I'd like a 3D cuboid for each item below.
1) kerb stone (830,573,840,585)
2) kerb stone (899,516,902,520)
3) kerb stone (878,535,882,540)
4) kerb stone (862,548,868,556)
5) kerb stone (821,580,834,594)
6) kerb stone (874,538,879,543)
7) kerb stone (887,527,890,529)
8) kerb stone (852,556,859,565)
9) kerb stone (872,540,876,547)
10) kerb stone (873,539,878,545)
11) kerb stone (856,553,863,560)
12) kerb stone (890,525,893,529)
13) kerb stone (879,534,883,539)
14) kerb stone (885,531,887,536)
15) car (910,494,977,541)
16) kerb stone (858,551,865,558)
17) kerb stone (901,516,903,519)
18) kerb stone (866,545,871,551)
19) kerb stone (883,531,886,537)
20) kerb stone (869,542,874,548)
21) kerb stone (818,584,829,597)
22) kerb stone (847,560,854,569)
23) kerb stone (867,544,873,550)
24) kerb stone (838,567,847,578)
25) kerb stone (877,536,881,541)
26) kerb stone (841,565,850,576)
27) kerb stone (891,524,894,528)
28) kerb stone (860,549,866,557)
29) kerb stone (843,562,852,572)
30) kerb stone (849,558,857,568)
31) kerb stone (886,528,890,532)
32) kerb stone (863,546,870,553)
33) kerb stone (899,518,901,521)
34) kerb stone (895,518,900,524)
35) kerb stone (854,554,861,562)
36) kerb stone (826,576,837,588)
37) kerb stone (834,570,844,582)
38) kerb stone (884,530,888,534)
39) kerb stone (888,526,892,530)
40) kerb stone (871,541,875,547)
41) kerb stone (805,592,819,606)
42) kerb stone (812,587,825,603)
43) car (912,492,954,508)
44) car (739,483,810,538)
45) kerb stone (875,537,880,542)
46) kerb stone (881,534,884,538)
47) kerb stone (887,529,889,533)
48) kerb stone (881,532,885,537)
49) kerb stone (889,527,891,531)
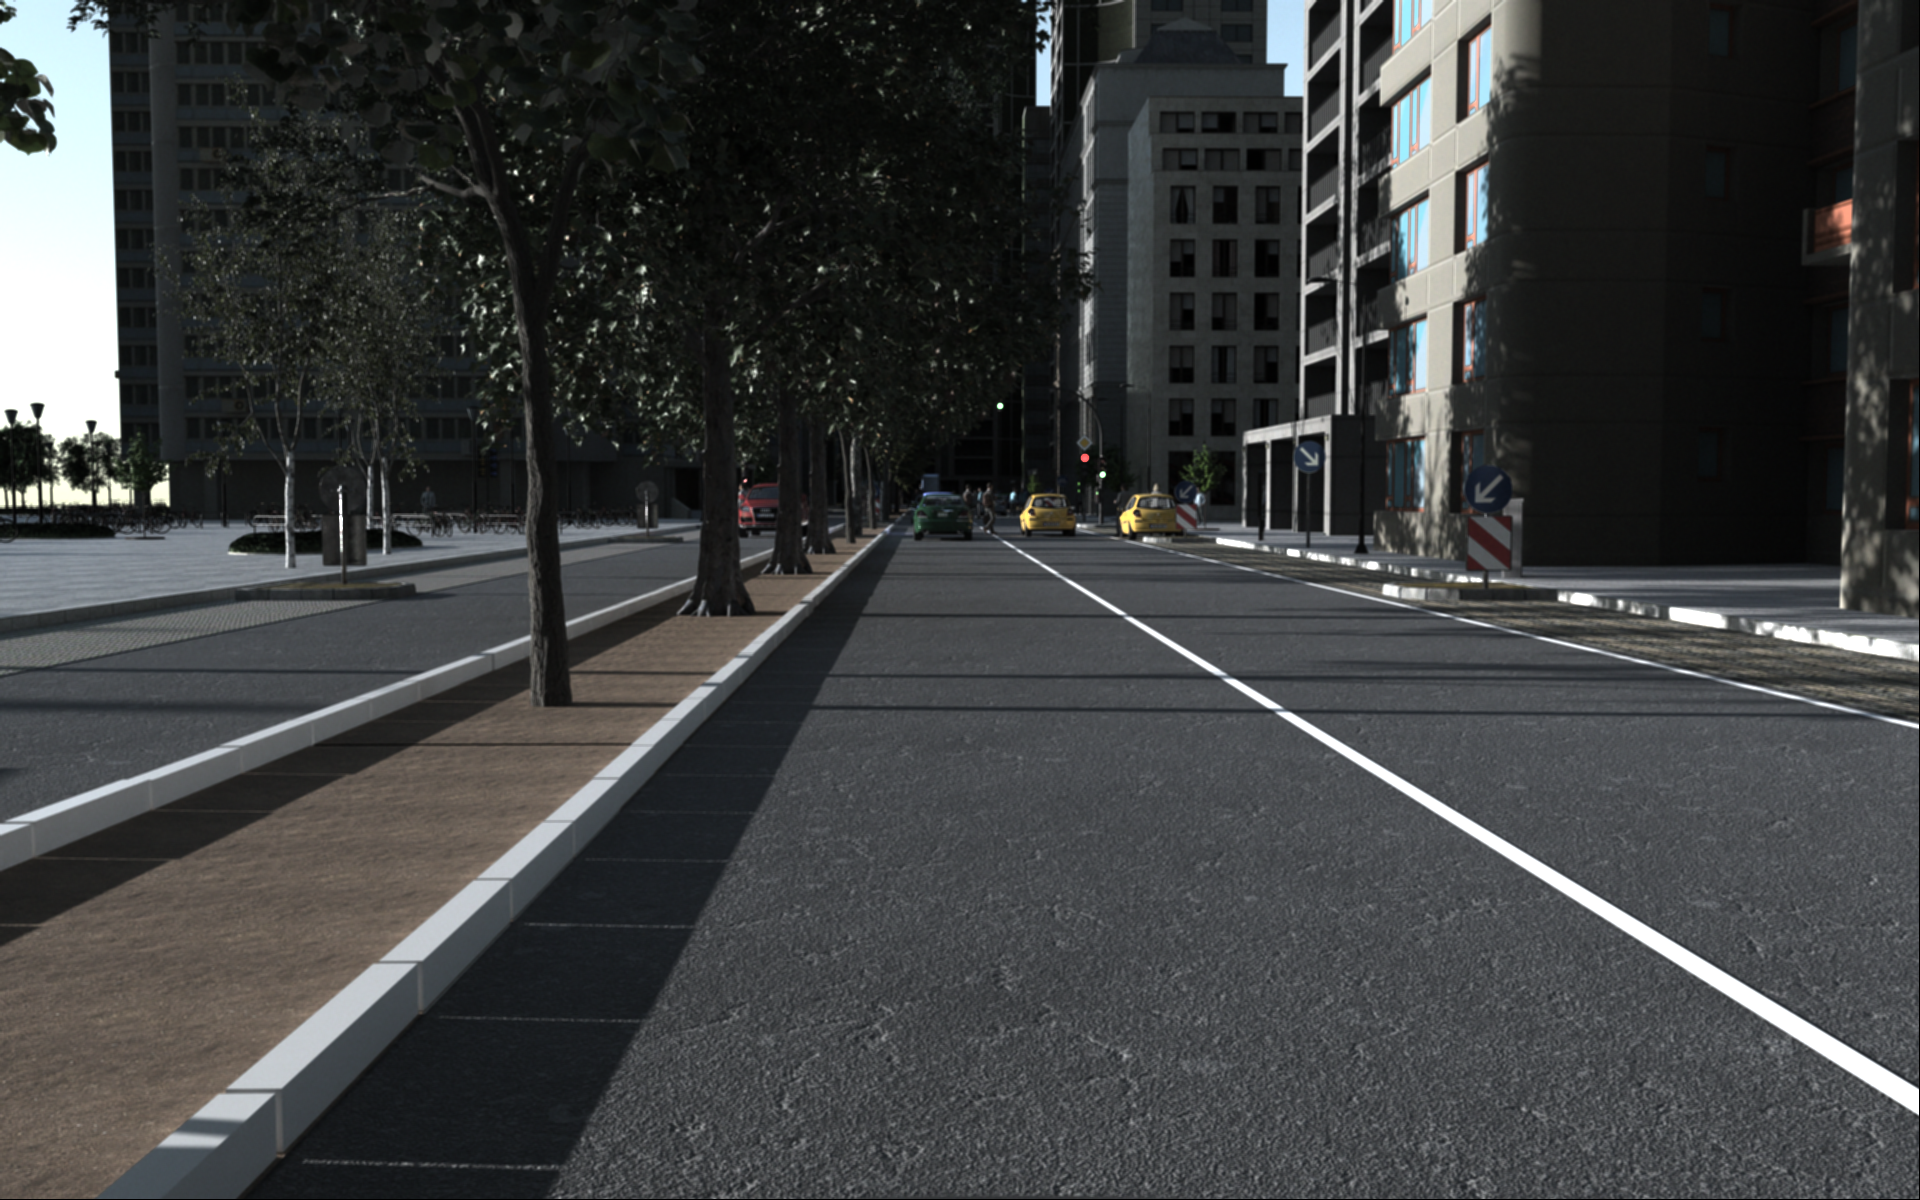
[{"bbox_3d":[-1.973,-0.279,26.760,0.120,0.150,1.000,0,4,-1],"label":"kerb stone"},{"bbox_3d":[-3.182,-4.135,89.851,0.120,0.150,1.000,0,4,-1],"label":"kerb stone"},{"bbox_3d":[-2.426,-1.722,50.348,0.120,0.150,1.000,0,4,-1],"label":"kerb stone"},{"bbox_3d":[-2.200,-1.031,39.060,0.120,0.150,1.000,0,4,-1],"label":"kerb stone"},{"bbox_3d":[-1.926,-0.154,24.717,0.120,0.150,1.000,0,4,-1],"label":"kerb stone"},{"bbox_3d":[-2.357,-1.533,47.265,0.120,0.150,1.000,0,4,-1],"label":"kerb stone"},{"bbox_3d":[-2.644,-2.410,61.631,0.120,0.150,1.000,0,4,-1],"label":"kerb stone"},{"bbox_3d":[-2.111,-0.718,33.935,0.120,0.150,1.000,0,4,-1],"label":"kerb stone"},{"bbox_3d":[-2.322,-1.402,45.221,0.120,0.150,1.000,0,4,-1],"label":"kerb stone"},{"bbox_3d":[-2.341,-1.465,46.243,0.120,0.150,1.000,0,4,-1],"label":"kerb stone"},{"bbox_3d":[-2.152,-0.836,35.987,0.120,0.150,1.000,0,4,-1],"label":"kerb stone"},{"bbox_3d":[-2.715,-2.662,65.724,0.120,0.150,1.000,0,4,-1],"label":"kerb stone"},{"bbox_3d":[-2.445,-1.784,51.370,0.120,0.150,1.000,0,4,-1],"label":"kerb stone"},{"bbox_3d":[-2.540,-2.096,56.505,0.120,0.150,1.000,0,4,-1],"label":"kerb stone"},{"bbox_3d":[-0.524,-2.634,54.869,2.131,1.459,4.920,0,3,0],"label":"car"},{"bbox_3d":[-2.169,-0.906,37.008,0.120,0.150,1.000,0,4,-1],"label":"kerb stone"},{"bbox_3d":[-3.205,-4.200,90.873,0.120,0.150,1.000,0,4,-1],"label":"kerb stone"},{"bbox_3d":[-2.248,-1.157,41.119,0.120,0.150,1.000,0,4,-1],"label":"kerb stone"},{"bbox_3d":[-2.519,-2.032,55.482,0.120,0.150,1.000,0,4,-1],"label":"kerb stone"},{"bbox_3d":[-2.282,-1.283,43.166,0.120,0.150,1.000,0,4,-1],"label":"kerb stone"},{"bbox_3d":[-1.913,-0.089,23.695,0.120,0.150,1.000,0,4,-1],"label":"kerb stone"},{"bbox_3d":[-2.073,-0.592,31.888,0.120,0.150,1.000,0,4,-1],"label":"kerb stone"},{"bbox_3d":[-2.259,-1.220,42.144,0.120,0.150,1.000,0,4,-1],"label":"kerb stone"},{"bbox_3d":[-2.006,-0.405,28.816,0.120,0.150,1.000,0,4,-1],"label":"kerb stone"},{"bbox_3d":[-2.400,-1.655,49.326,0.120,0.150,1.000,0,4,-1],"label":"kerb stone"},{"bbox_3d":[-2.022,-0.464,29.845,0.120,0.150,1.000,0,4,-1],"label":"kerb stone"},{"bbox_3d":[-2.762,-2.787,67.769,0.120,0.150,1.000,0,4,-1],"label":"kerb stone"},{"bbox_3d":[-2.190,-0.968,38.030,0.120,0.150,1.000,0,4,-1],"label":"kerb stone"},{"bbox_3d":[-2.046,-0.530,30.866,0.120,0.150,1.000,0,4,-1],"label":"kerb stone"},{"bbox_3d":[-2.093,-0.655,32.913,0.120,0.150,1.000,0,4,-1],"label":"kerb stone"},{"bbox_3d":[-2.624,-2.346,60.610,0.120,0.150,1.000,0,4,-1],"label":"kerb stone"},{"bbox_3d":[-2.224,-1.094,40.097,0.120,0.150,1.000,0,4,-1],"label":"kerb stone"},{"bbox_3d":[-3.088,-3.825,84.733,0.120,0.150,1.000,0,4,-1],"label":"kerb stone"},{"bbox_3d":[-3.047,-3.699,82.678,0.120,0.150,1.000,0,4,-1],"label":"kerb stone"},{"bbox_3d":[-2.124,-0.780,34.965,0.120,0.150,1.000,0,4,-1],"label":"kerb stone"},{"bbox_3d":[-1.946,-0.215,25.739,0.120,0.150,1.000,0,4,-1],"label":"kerb stone"},{"bbox_3d":[-1.991,-0.340,27.782,0.120,0.150,1.000,0,4,-1],"label":"kerb stone"},{"bbox_3d":[-2.562,-2.160,57.527,0.120,0.150,1.000,0,4,-1],"label":"kerb stone"},{"bbox_3d":[-2.681,-2.537,63.675,0.120,0.150,1.000,0,4,-1],"label":"kerb stone"},{"bbox_3d":[-2.301,-1.346,44.199,0.120,0.150,1.000,0,4,-1],"label":"kerb stone"},{"bbox_3d":[-1.880,0.035,21.633,0.120,0.150,1.000,0,4,-1],"label":"kerb stone"},{"bbox_3d":[-1.891,-0.028,22.661,0.120,0.150,1.000,0,4,-1],"label":"kerb stone"},{"bbox_3d":[-0.777,-3.251,62.738,1.945,1.707,3.694,0,4,-3],"label":"car"},{"bbox_3d":[-6.253,-3.053,58.583,2.281,1.827,5.304,0,4,1],"label":"car"},{"bbox_3d":[-2.382,-1.596,48.290,0.120,0.150,1.000,0,4,-1],"label":"kerb stone"},{"bbox_3d":[-2.458,-1.846,52.403,0.120,0.150,1.000,0,4,-1],"label":"kerb stone"},{"bbox_3d":[-2.590,-2.285,59.573,0.120,0.150,1.000,0,4,-1],"label":"kerb stone"},{"bbox_3d":[-2.506,-1.973,54.453,0.120,0.150,1.000,0,4,-1],"label":"kerb stone"},{"bbox_3d":[-2.655,-2.474,62.653,0.120,0.150,1.000,0,4,-1],"label":"kerb stone"}]
